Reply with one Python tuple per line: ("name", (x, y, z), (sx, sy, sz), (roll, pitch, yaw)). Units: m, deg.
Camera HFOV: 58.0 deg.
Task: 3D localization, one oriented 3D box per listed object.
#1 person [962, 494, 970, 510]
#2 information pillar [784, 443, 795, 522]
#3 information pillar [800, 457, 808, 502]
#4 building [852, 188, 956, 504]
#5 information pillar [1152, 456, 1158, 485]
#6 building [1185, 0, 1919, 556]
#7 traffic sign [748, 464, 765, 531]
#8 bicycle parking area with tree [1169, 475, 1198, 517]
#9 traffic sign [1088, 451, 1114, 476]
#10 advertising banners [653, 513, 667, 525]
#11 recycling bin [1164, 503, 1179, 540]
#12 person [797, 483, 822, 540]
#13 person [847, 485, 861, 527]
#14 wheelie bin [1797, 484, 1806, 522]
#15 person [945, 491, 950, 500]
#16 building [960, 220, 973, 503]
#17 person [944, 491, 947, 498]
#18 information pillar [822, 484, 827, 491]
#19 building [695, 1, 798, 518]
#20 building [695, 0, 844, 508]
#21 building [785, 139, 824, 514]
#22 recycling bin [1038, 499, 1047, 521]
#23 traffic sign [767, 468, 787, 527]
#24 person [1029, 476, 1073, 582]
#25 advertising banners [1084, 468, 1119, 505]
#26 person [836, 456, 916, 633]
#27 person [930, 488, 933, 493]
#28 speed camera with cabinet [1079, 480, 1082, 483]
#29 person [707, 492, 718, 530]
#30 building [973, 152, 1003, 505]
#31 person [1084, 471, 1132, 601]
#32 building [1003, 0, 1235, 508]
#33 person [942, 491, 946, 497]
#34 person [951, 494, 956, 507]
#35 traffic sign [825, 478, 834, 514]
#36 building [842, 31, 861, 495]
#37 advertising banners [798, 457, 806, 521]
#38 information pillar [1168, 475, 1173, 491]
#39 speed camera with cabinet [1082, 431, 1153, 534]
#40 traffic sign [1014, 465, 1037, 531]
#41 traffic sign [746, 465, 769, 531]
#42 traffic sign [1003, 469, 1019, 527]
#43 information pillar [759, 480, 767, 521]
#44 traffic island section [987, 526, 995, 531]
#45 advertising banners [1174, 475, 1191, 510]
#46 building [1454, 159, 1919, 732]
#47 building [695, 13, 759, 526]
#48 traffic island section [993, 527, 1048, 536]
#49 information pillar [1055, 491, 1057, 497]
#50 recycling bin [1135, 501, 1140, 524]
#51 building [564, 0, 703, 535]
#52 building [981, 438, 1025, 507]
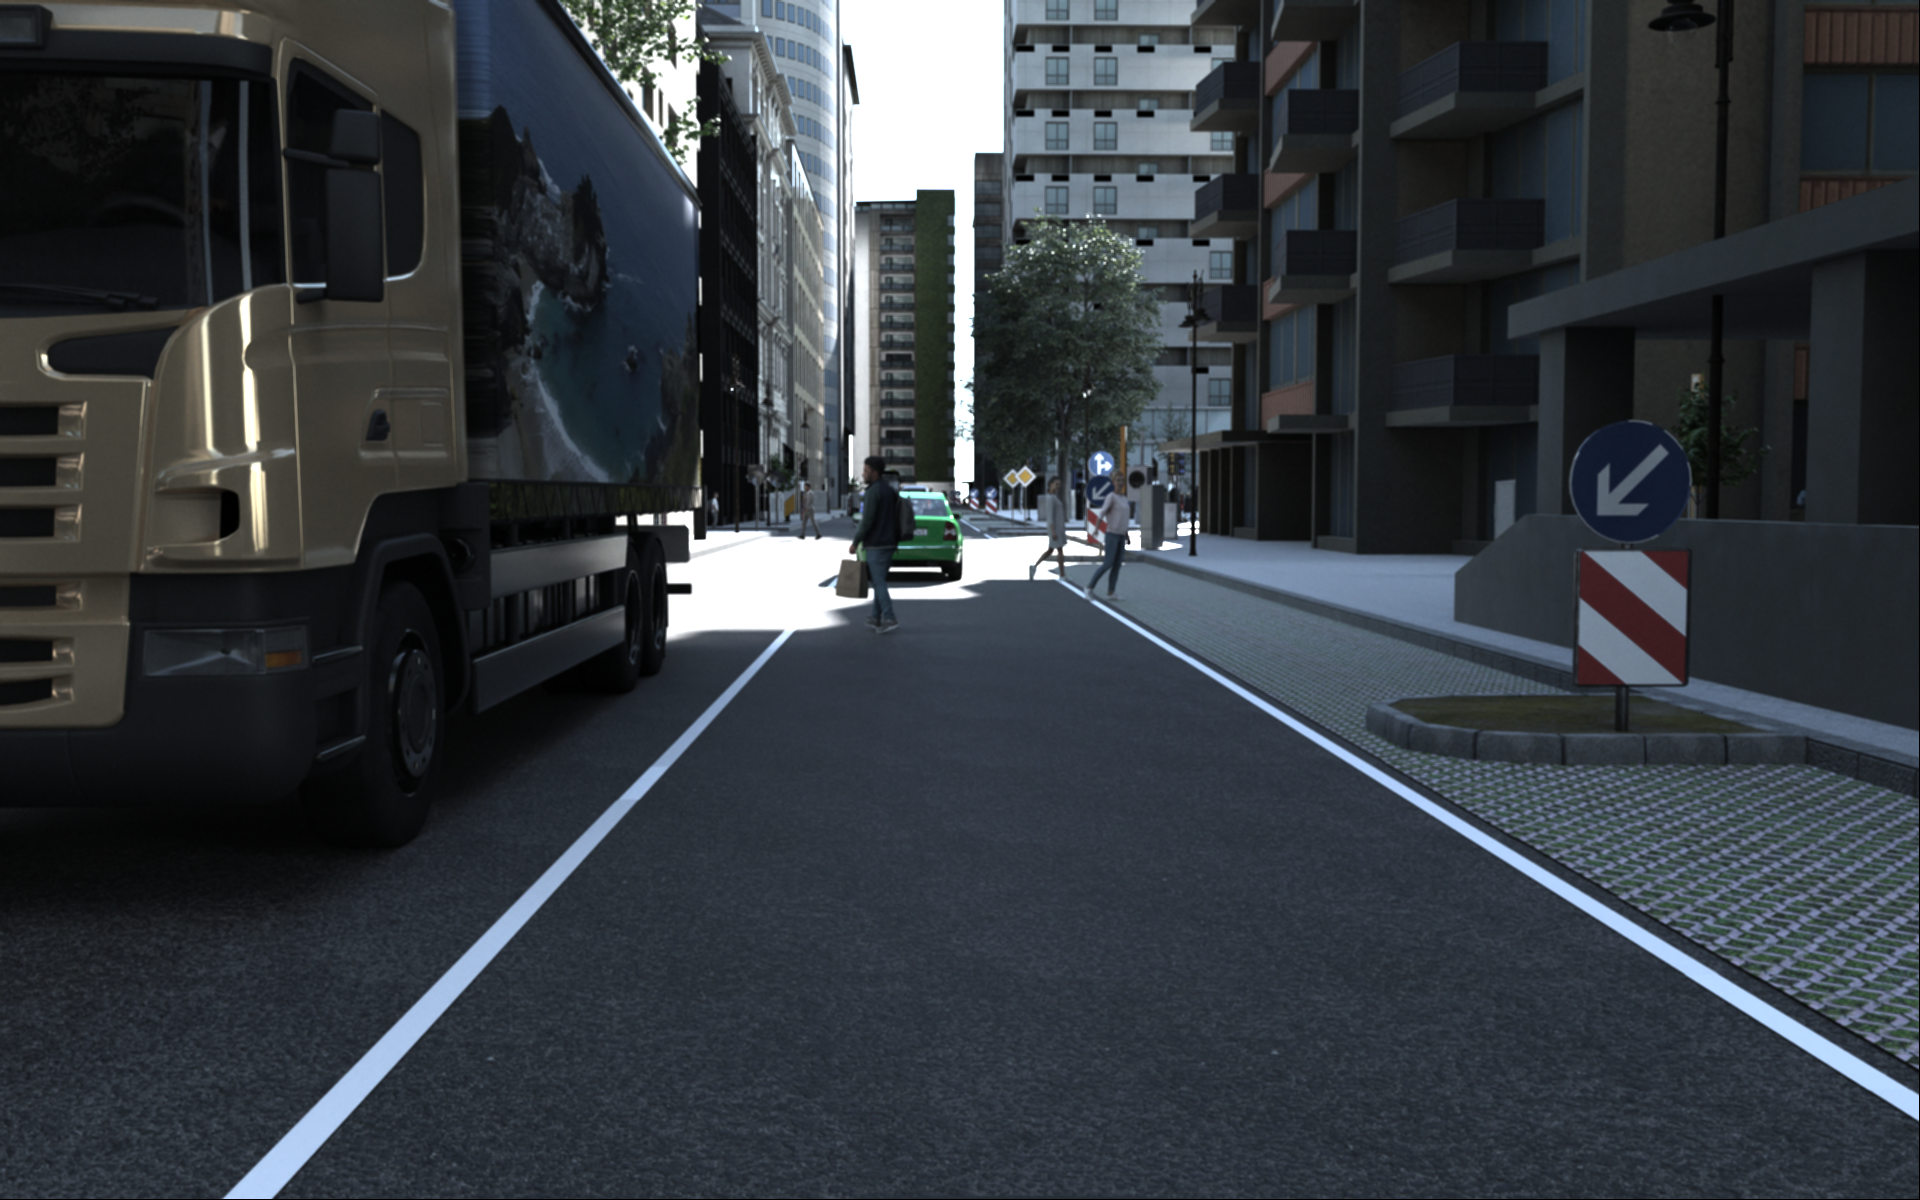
("person", (0.589, -8.761, 154.929), (0.799, 1.438, 0.628), (0, 4, 1))
("information pillar", (-7.868, -5.405, 79.723), (0.504, 3.616, 0.183), (-1, 4, -9))
("information pillar", (-9.945, -7.295, 110.627), (0.504, 3.616, 0.183), (-1, 4, -20))
("building", (-7.617, -33.662, 233.960), (14.086, 41.232, 14.154), (0, 4, -1))
("information pillar", (12.122, -7.110, 107.609), (0.183, 3.616, 0.504), (-3, 4, -37))
("building", (17.824, -23.808, 43.879), (22.147, 44.769, 28.867), (0, 4, -1))
("traffic sign", (-7.037, -3.531, 59.865), (0.606, 2.300, 0.079), (0, 4, 7))
("bicycle parking area with tree", (14.246, -6.647, 95.680), (8.231, 4.147, 9.016), (0, 4, 2))
("traffic sign", (4.162, -3.117, 51.077), (0.768, 2.556, 0.104), (0, 4, 3))
("advertising banners", (-6.895, -2.692, 40.208), (0.090, 3.025, 2.074), (0, 4, 3))
("recycling bin", (5.797, -2.227, 48.963), (0.722, 1.027, 0.722), (1, 4, 10))
("person", (-4.739, -2.798, 54.526), (0.850, 1.792, 0.678), (-3, 4, -38))
("person", (-4.593, -4.037, 74.694), (0.709, 1.800, 0.728), (-1, 4, -8))
("wheelie bin", (14.506, -1.296, 29.092), (0.980, 1.594, 0.693), (-1, 4, -16))
("person", (-1.778, -12.698, 216.092), (1.348, 1.826, 0.705), (1, 4, 19))
("building", (14.565, -35.703, 238.376), (28.867, 44.769, 22.147), (0, 4, -1))
("person", (-1.944, -12.268, 209.086), (0.705, 1.823, 1.348), (2, 4, 33))
("information pillar", (-10.070, -7.613, 128.968), (0.304, 2.012, 0.304), (2, 4, 31))
("building", (-16.572, -18.847, 95.531), (14.401, 28.519, 23.554), (0, 4, -1))
("building", (-21.678, -37.529, 155.592), (21.231, 58.520, 28.212), (0, 4, -1))
("building", (-20.357, -19.585, 124.730), (19.350, 26.468, 34.151), (0, 4, -1))
("recycling bin", (4.113, -4.285, 82.614), (0.722, 1.027, 0.722), (1, 4, 11))
("traffic sign", (-7.174, -3.918, 67.700), (0.795, 2.450, 0.064), (0, 4, -1))
("person", (1.503, -1.164, 28.274), (0.760, 1.731, 0.466), (-2, 4, -26))
("advertising banners", (8.074, -6.277, 98.811), (2.074, 3.025, 0.090), (1, 4, 8))
("person", (-0.885, -0.577, 17.920), (0.794, 1.824, 0.713), (-3, 5, -44))
("person", (-1.957, -6.648, 117.224), (0.581, 1.822, 0.654), (0, 4, 7))
("speed camera with cabinet", (7.756, -7.467, 116.422), (2.038, 3.252, 0.660), (-1, 4, -21))
("person", (-8.811, -3.127, 62.221), (0.523, 1.515, 0.503), (-3, 4, -38))
("building", (8.576, -32.188, 209.876), (14.154, 41.232, 14.086), (0, 4, -1))
("person", (1.923, -0.850, 23.065), (0.598, 1.740, 0.731), (2, 4, 25))
("building", (17.900, -34.789, 158.035), (28.713, 52.752, 27.495), (0, 4, -1))
("person", (-1.621, -9.425, 163.046), (0.568, 1.767, 0.683), (-1, 4, -19))
("person", (-0.572, -10.879, 189.589), (0.991, 1.433, 0.599), (1, 4, 21))
("traffic sign", (-8.220, -6.553, 109.276), (0.606, 2.300, 0.079), (0, 4, 3))
("building", (-25.794, -37.520, 202.687), (27.495, 52.752, 28.713), (0, 4, -1))
("advertising banners", (-7.631, -5.354, 83.729), (0.090, 3.025, 2.074), (0, 4, 5))
("information pillar", (17.294, -9.238, 142.391), (0.183, 3.616, 0.504), (3, 5, 41))
("speed camera with cabinet", (5.006, -3.677, 54.462), (2.038, 3.252, 0.660), (2, 4, 26))
("traffic sign", (2.257, -3.442, 59.914), (0.795, 2.450, 0.064), (0, 4, -1))
("traffic sign", (-6.986, -3.430, 59.717), (0.795, 2.450, 0.064), (0, 4, -1))
("traffic sign", (2.068, -3.930, 67.897), (0.795, 2.450, 0.064), (0, 4, -1))
("information pillar", (-9.371, -4.779, 82.631), (0.304, 2.012, 0.304), (2, 4, 27))
("traffic island section", (2.092, -2.795, 67.975), (2.009, 0.180, 2.903), (0, 4, -1))
("advertising banners", (17.819, -8.745, 139.164), (2.074, 3.025, 0.090), (-3, 4, -38))
("building", (21.258, -19.440, 9.723), (32.217, 40.220, 23.993), (0, 4, -1))
("building", (-15.792, -15.068, 76.045), (12.332, 23.373, 15.834), (0, 4, -1))
("traffic island section", (2.280, -2.306, 59.992), (2.009, 0.180, 2.903), (0, 4, -1))
("information pillar", (4.969, -5.207, 89.627), (0.304, 2.012, 0.304), (3, 5, 44))
("recycling bin", (7.866, -3.726, 73.476), (0.722, 1.027, 0.722), (-1, 4, -13))
("building", (-22.658, -12.098, 42.843), (28.899, 21.520, 27.650), (0, 4, -1))
("building", (13.958, -53.422, 186.113), (22.319, 86.520, 31.000), (0, 4, -1))
